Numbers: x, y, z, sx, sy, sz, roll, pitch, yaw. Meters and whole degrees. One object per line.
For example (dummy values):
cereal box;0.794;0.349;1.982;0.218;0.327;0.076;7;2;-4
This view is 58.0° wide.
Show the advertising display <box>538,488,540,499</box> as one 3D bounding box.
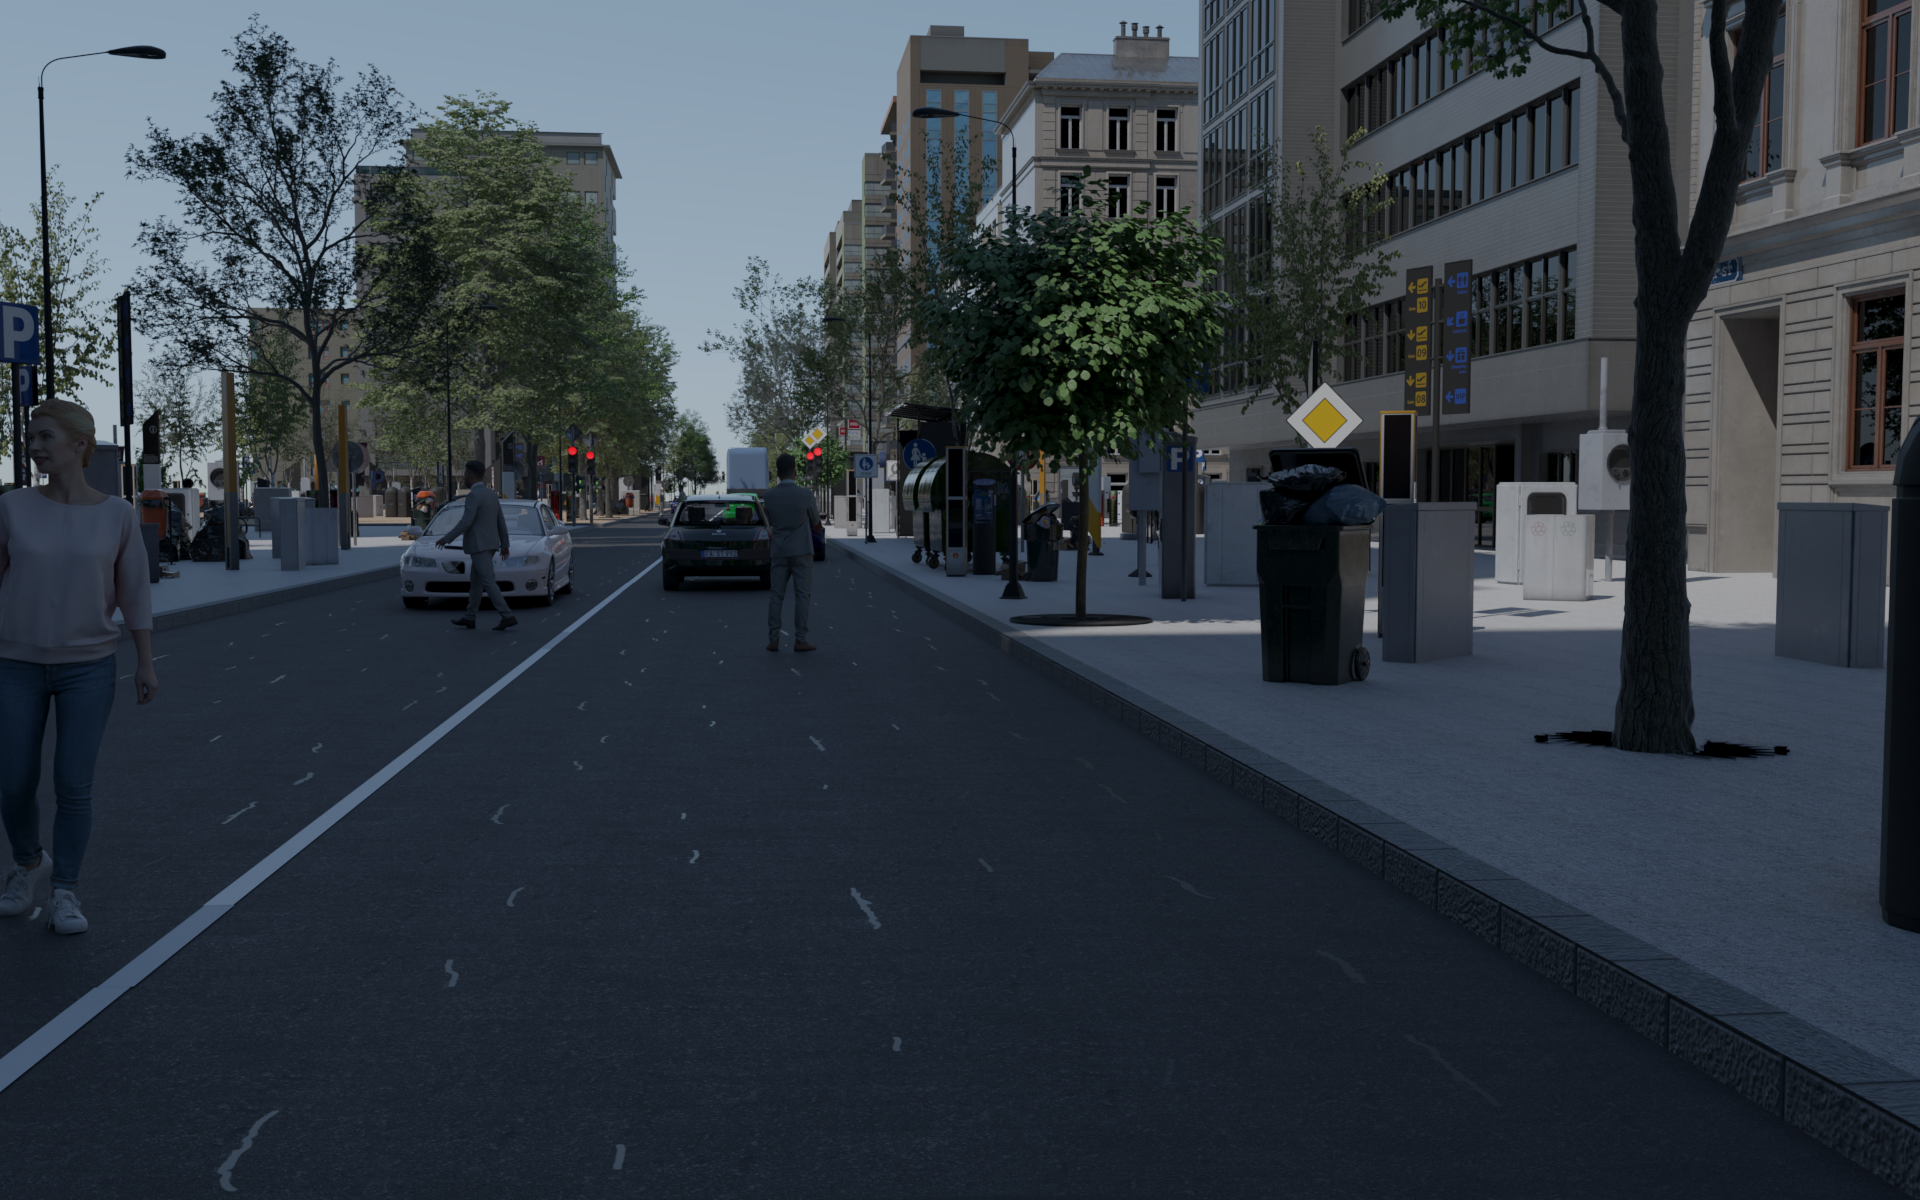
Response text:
advertising display;-34.179;-8.213;139.503;0.974;1.923;0.123;2;4;34

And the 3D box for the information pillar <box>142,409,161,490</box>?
information pillar;-22.399;-3.468;48.061;0.504;3.616;0.183;0;4;7

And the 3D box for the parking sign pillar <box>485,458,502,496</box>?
parking sign pillar;-35.622;-8.911;134.161;1.447;3.967;1.447;3;4;36

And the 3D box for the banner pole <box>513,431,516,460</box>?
banner pole;-17.662;-4.799;68.478;0.401;3.779;0.863;0;4;1

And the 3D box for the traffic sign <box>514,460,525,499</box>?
traffic sign;-16.746;-3.981;65.200;0.768;2.556;0.104;0;4;0

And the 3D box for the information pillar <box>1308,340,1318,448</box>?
information pillar;5.419;-2.158;26.645;0.183;3.616;0.504;0;4;4

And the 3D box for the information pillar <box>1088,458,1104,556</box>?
information pillar;2.806;-2.740;36.147;0.183;3.616;0.504;-2;4;-27

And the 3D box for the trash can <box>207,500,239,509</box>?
trash can;-18.066;-1.887;42.504;0.748;1.137;0.748;0;3;0

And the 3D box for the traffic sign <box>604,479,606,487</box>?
traffic sign;-27.693;-8.341;136.483;0.768;2.556;0.104;0;4;-6

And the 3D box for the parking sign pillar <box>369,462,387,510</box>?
parking sign pillar;-48.084;-9.455;143.067;1.447;3.967;1.447;-3;5;-43

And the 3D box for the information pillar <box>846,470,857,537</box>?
information pillar;-3.275;-2.933;52.441;0.304;2.012;0.304;-1;4;-10

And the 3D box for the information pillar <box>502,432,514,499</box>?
information pillar;-16.814;-4.472;64.478;0.183;3.616;0.504;3;4;38

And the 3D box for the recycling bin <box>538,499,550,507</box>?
recycling bin;-21.711;-4.810;91.204;0.722;1.027;0.722;2;4;35

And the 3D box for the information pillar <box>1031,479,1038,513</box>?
information pillar;3.710;-5.016;86.502;0.304;2.012;0.304;-1;4;-16

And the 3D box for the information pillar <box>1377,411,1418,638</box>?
information pillar;3.904;-0.671;15.457;0.304;2.012;0.304;1;4;19

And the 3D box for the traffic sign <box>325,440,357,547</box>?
traffic sign;-15.039;-2.565;41.935;0.884;2.594;0.081;0;4;-3

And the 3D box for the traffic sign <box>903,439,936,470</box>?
traffic sign;-0.929;-2.432;39.869;0.768;2.556;0.104;0;4;-1

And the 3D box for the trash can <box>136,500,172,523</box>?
trash can;-18.181;-1.680;39.118;0.748;1.137;0.748;0;3;0

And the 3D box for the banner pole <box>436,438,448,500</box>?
banner pole;-23.061;-5.339;77.307;0.401;3.779;0.863;2;4;28

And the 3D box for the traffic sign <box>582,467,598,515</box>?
traffic sign;-17.113;-4.894;80.125;0.768;2.556;0.104;0;4;-6

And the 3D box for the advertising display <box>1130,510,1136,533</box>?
advertising display;5.489;-2.842;51.685;0.974;1.923;0.123;-2;4;-32

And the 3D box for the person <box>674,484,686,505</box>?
person;-10.737;-3.533;66.453;0.466;1.800;0.511;-1;4;-11

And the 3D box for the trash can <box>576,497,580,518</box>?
trash can;-20.153;-4.865;91.200;0.748;1.137;0.748;0;3;0

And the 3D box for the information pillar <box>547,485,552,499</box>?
information pillar;-31.547;-7.866;133.093;0.304;2.012;0.304;-2;4;-35

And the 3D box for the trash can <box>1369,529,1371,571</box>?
trash can;6.235;-0.975;27.587;0.748;1.137;0.748;0;3;0

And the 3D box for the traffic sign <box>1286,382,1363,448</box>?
traffic sign;3.749;-1.021;17.885;0.795;2.450;0.064;0;4;1

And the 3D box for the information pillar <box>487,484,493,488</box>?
information pillar;-33.254;-7.225;122.624;0.304;2.012;0.304;1;4;22

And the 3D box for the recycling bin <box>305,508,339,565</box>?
recycling bin;-11.823;-1.159;31.512;0.722;1.027;0.722;1;4;19

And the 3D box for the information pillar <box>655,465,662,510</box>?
information pillar;-23.945;-8.946;137.615;0.504;3.616;0.183;-1;4;-14

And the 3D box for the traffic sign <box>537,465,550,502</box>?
traffic sign;-18.357;-4.640;75.977;0.768;2.556;0.104;0;4;2

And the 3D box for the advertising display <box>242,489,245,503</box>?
advertising display;-54.805;-7.776;132.345;0.123;1.923;0.974;-2;4;-29

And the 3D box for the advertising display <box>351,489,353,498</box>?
advertising display;-47.470;-7.950;135.197;0.974;1.923;0.123;2;4;33

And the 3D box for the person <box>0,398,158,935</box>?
person;-3.091;0.209;5.756;0.731;1.740;0.598;-2;4;-30

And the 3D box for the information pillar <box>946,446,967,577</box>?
information pillar;-0.052;-1.368;26.864;0.304;2.012;0.304;0;4;6

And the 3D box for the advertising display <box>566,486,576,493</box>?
advertising display;-32.224;-8.463;143.580;0.123;1.923;0.974;3;5;43

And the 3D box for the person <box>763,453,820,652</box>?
person;-1.542;-0.443;15.917;0.511;1.800;0.466;0;4;-1

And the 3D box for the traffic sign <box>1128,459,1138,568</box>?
traffic sign;2.944;-1.725;28.305;0.768;2.556;0.104;0;4;2

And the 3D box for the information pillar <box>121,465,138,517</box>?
information pillar;-20.823;-2.382;43.444;0.304;2.012;0.304;-1;4;-15

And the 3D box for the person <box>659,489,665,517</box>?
person;-18.596;-6.062;108.166;0.362;1.759;0.519;-1;4;-16

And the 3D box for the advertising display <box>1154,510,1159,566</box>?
advertising display;3.580;-1.560;30.724;0.123;1.923;0.974;0;4;2

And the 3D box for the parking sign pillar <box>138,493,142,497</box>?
parking sign pillar;-62.806;-8.812;132.540;1.447;3.967;1.447;1;4;17

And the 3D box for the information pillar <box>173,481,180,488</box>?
information pillar;-42.741;-5.507;94.525;0.304;2.012;0.304;0;4;-2

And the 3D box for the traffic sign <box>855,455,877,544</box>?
traffic sign;-2.406;-2.585;44.393;0.606;2.300;0.079;0;4;-6

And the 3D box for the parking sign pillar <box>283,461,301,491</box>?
parking sign pillar;-52.704;-9.067;136.725;1.447;3.967;1.447;-1;4;-14

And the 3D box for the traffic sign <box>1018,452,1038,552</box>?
traffic sign;1.379;-2.328;38.171;0.768;2.556;0.104;0;4;-4

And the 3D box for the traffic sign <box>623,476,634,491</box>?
traffic sign;-22.825;-7.291;119.310;0.768;2.556;0.104;0;4;-2

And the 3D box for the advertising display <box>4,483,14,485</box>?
advertising display;-52.753;-5.584;96.504;0.974;1.923;0.123;0;4;6

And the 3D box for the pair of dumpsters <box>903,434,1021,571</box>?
pair of dumpsters;-0.009;-1.687;30.080;1.574;2.255;4.437;0;4;-7

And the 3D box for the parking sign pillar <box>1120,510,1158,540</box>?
parking sign pillar;5.200;-3.669;48.458;1.447;3.967;1.447;1;4;11

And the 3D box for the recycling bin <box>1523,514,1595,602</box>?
recycling bin;7.289;-0.521;21.073;0.722;1.027;0.722;2;4;28

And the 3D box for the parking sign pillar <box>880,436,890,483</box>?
parking sign pillar;-3.417;-5.557;79.332;1.447;3.967;1.447;0;4;-1

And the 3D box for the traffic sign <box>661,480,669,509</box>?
traffic sign;-25.770;-9.244;151.250;0.768;2.556;0.104;0;4;1

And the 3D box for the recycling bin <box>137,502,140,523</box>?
recycling bin;-26.954;-2.665;56.134;0.722;1.027;0.722;3;4;36

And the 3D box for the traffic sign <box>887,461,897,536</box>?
traffic sign;-1.940;-3.124;53.205;0.606;2.300;0.079;0;4;1

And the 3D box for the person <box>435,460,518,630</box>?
person;-5.061;-0.583;18.313;0.850;1.792;0.678;1;4;12

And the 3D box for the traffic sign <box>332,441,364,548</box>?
traffic sign;-14.646;-2.529;41.458;0.768;2.556;0.104;0;4;1

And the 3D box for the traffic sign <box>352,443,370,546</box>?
traffic sign;-15.021;-2.620;42.948;0.768;2.556;0.104;0;4;-5

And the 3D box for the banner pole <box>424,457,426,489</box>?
banner pole;-33.485;-7.246;108.489;0.401;3.779;0.863;-1;4;-20
